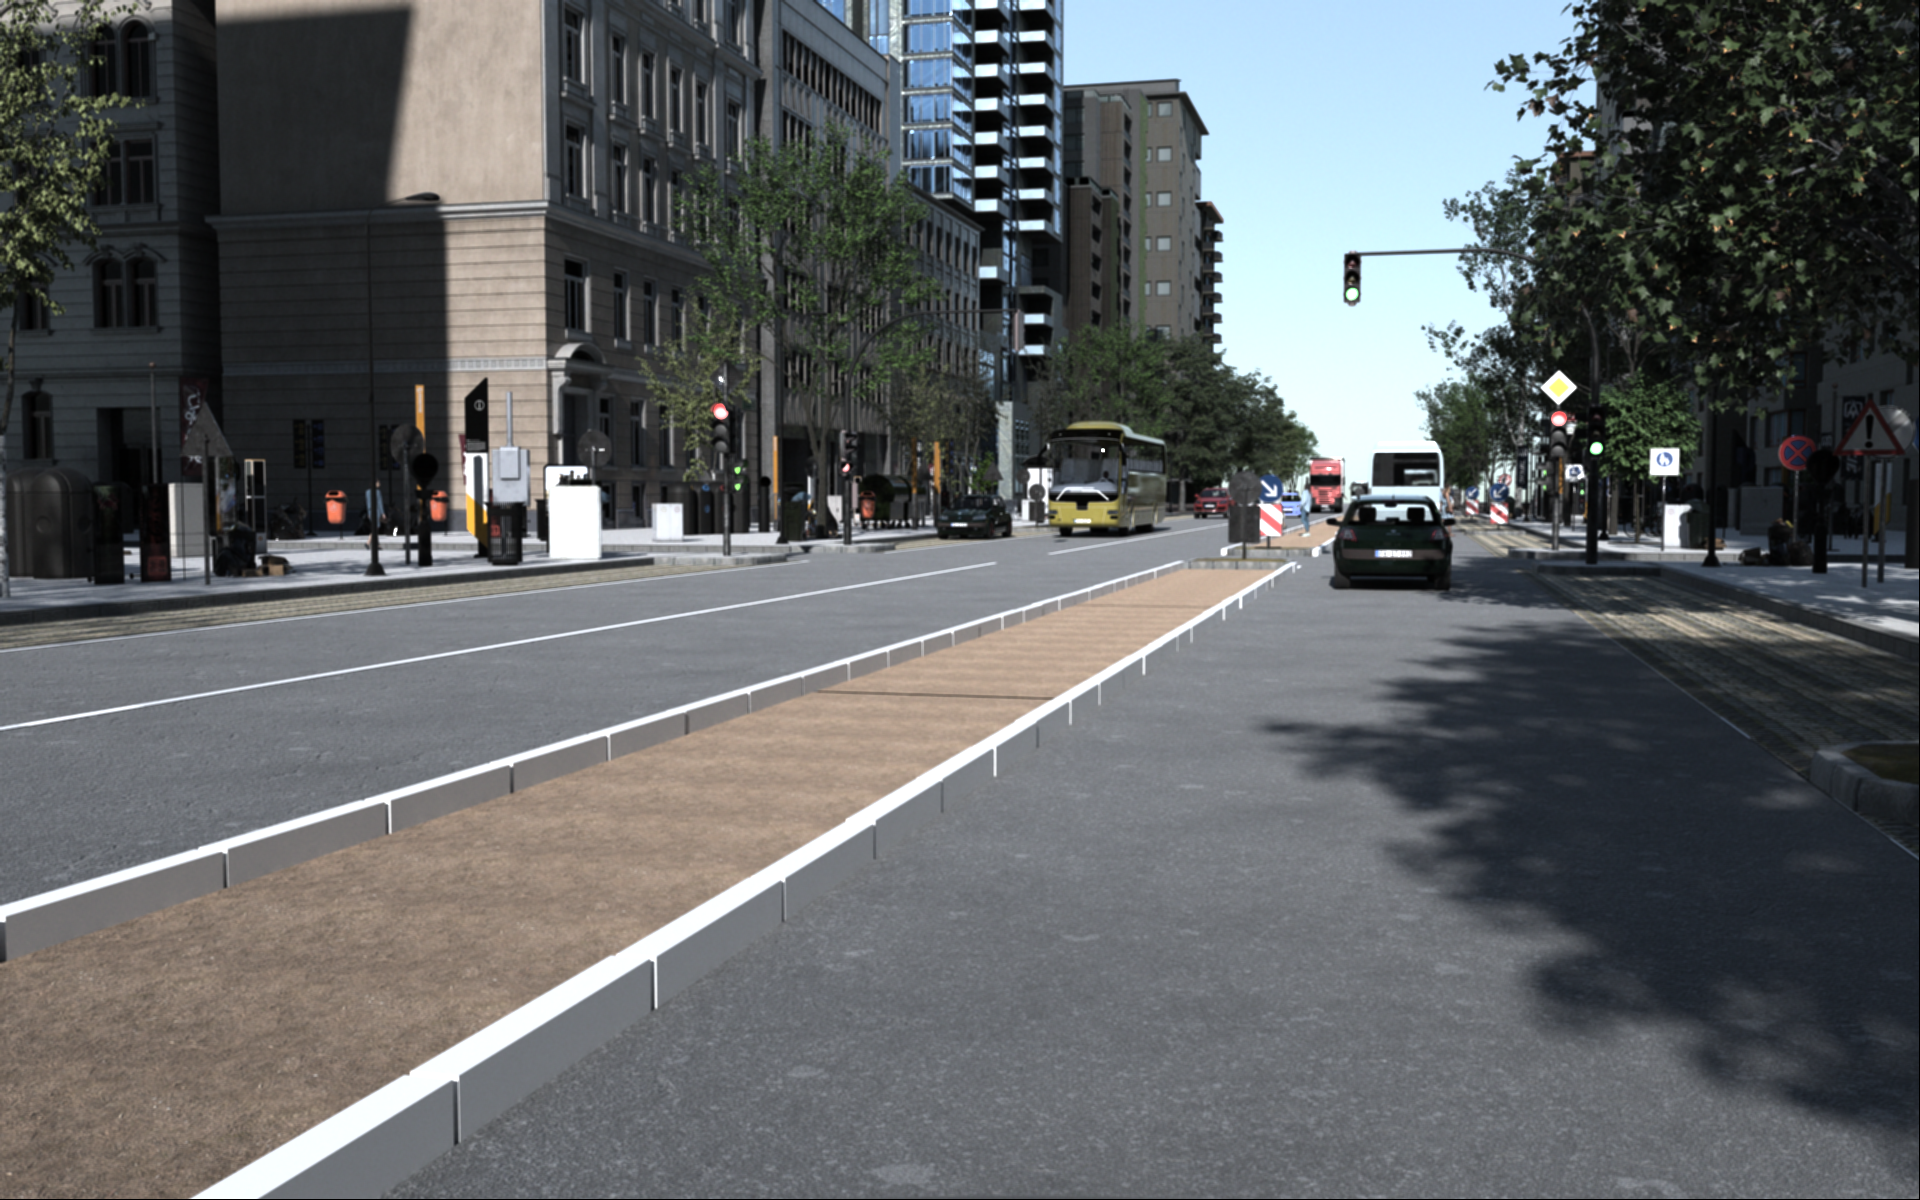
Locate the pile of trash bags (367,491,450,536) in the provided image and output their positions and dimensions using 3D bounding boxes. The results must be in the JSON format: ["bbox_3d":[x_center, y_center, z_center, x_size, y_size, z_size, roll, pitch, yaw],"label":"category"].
[{"bbox_3d":[-17.149,-2.691,53.752,3.447,1.369,1.912,2,4,30],"label":"pile of trash bags"}]

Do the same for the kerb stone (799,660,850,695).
[{"bbox_3d":[-1.038,0.582,12.719,0.120,0.150,1.000,1,4,14],"label":"kerb stone"}]

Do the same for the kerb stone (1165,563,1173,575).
[{"bbox_3d":[3.603,-0.511,30.617,0.120,0.150,1.000,1,4,14],"label":"kerb stone"}]

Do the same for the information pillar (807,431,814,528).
[{"bbox_3d":[-5.539,-4.486,64.695,0.183,3.616,0.504,1,4,22],"label":"information pillar"}]

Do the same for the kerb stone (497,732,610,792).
[{"bbox_3d":[-2.063,0.822,8.750,0.120,0.150,1.000,1,4,14],"label":"kerb stone"}]

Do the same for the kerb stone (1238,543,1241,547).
[{"bbox_3d":[6.825,-1.276,43.054,0.120,0.150,1.000,1,4,14],"label":"kerb stone"}]

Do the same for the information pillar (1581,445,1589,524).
[{"bbox_3d":[26.847,-5.076,74.355,0.183,3.616,0.504,-1,4,-21],"label":"information pillar"}]

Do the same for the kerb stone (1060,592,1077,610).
[{"bbox_3d":[1.286,0.035,21.666,0.120,0.150,1.000,1,4,14],"label":"kerb stone"}]

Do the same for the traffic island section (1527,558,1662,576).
[{"bbox_3d":[11.588,-0.579,31.753,2.009,0.180,2.903,1,4,14],"label":"traffic island section"}]

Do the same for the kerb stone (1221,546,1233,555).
[{"bbox_3d":[6.313,-1.151,41.074,0.120,0.150,1.000,1,4,14],"label":"kerb stone"}]

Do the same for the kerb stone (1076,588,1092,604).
[{"bbox_3d":[1.541,-0.022,22.662,0.120,0.150,1.000,1,4,14],"label":"kerb stone"}]

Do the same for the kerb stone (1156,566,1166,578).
[{"bbox_3d":[3.355,-0.454,29.624,0.120,0.150,1.000,1,4,14],"label":"kerb stone"}]

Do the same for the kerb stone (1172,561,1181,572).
[{"bbox_3d":[3.860,-0.576,31.611,0.120,0.150,1.000,1,4,14],"label":"kerb stone"}]

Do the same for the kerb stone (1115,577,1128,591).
[{"bbox_3d":[2.315,-0.211,25.647,0.120,0.150,1.000,1,4,14],"label":"kerb stone"}]

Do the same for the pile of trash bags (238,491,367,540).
[{"bbox_3d":[-18.857,-2.383,48.710,3.447,1.369,1.912,0,4,7],"label":"pile of trash bags"}]

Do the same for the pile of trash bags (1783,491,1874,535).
[{"bbox_3d":[27.253,-2.772,55.080,3.447,1.369,1.912,-1,4,-14],"label":"pile of trash bags"}]

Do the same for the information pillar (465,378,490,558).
[{"bbox_3d":[-9.721,-2.666,34.943,0.504,3.616,0.183,1,4,13],"label":"information pillar"}]

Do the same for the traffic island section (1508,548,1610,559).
[{"bbox_3d":[13.592,-1.052,39.483,2.009,0.180,2.903,1,4,14],"label":"traffic island section"}]

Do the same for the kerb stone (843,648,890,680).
[{"bbox_3d":[-0.779,0.520,13.710,0.120,0.150,1.000,1,4,14],"label":"kerb stone"}]

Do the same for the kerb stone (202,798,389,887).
[{"bbox_3d":[-2.580,0.944,6.759,0.120,0.150,1.000,1,4,14],"label":"kerb stone"}]

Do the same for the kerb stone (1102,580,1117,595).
[{"bbox_3d":[2.055,-0.150,24.650,0.120,0.150,1.000,1,4,14],"label":"kerb stone"}]

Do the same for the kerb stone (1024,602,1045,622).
[{"bbox_3d":[0.777,0.159,19.684,0.120,0.150,1.000,1,4,14],"label":"kerb stone"}]

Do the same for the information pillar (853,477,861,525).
[{"bbox_3d":[-4.317,-4.180,72.838,0.304,2.012,0.304,-1,4,-11],"label":"information pillar"}]

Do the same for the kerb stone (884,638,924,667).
[{"bbox_3d":[-0.520,0.458,14.699,0.120,0.150,1.000,1,4,14],"label":"kerb stone"}]

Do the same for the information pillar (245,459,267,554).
[{"bbox_3d":[-15.013,-1.985,36.943,0.304,2.012,0.304,3,5,41],"label":"information pillar"}]

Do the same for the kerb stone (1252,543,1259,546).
[{"bbox_3d":[8.114,-1.579,48.006,0.120,0.150,1.000,1,4,14],"label":"kerb stone"}]

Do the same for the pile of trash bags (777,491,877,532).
[{"bbox_3d":[-4.568,-3.031,59.316,3.447,1.369,1.912,0,4,-1],"label":"pile of trash bags"}]

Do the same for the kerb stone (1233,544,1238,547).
[{"bbox_3d":[6.571,-1.215,42.063,0.120,0.150,1.000,1,4,14],"label":"kerb stone"}]

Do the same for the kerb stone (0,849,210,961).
[{"bbox_3d":[-2.836,1.007,5.769,0.120,0.150,1.000,1,4,14],"label":"kerb stone"}]

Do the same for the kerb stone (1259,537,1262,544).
[{"bbox_3d":[8.368,-1.639,48.996,0.120,0.150,1.000,1,4,14],"label":"kerb stone"}]

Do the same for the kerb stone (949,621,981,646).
[{"bbox_3d":[0.004,0.336,16.703,0.120,0.150,1.000,1,4,14],"label":"kerb stone"}]

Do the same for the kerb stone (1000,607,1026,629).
[{"bbox_3d":[0.517,0.214,18.694,0.120,0.150,1.000,1,4,14],"label":"kerb stone"}]

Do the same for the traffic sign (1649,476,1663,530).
[{"bbox_3d":[24.847,-3.808,62.263,0.884,2.594,0.081,1,4,22],"label":"traffic sign"}]

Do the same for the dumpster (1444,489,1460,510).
[{"bbox_3d":[39.061,-7.970,138.532,1.865,1.857,1.264,1,4,16],"label":"dumpster"}]

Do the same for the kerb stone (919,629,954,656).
[{"bbox_3d":[-0.259,0.399,15.692,0.120,0.150,1.000,1,4,14],"label":"kerb stone"}]

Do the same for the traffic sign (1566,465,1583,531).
[{"bbox_3d":[21.315,-3.547,60.121,0.606,2.300,0.079,1,4,19],"label":"traffic sign"}]

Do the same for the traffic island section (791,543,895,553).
[{"bbox_3d":[-2.857,-1.312,43.735,2.009,0.180,2.903,1,4,14],"label":"traffic island section"}]

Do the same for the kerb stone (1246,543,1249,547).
[{"bbox_3d":[7.335,-1.396,45.038,0.120,0.150,1.000,1,4,14],"label":"kerb stone"}]

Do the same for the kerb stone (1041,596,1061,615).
[{"bbox_3d":[1.023,0.093,20.676,0.120,0.150,1.000,1,4,14],"label":"kerb stone"}]

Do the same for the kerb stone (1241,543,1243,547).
[{"bbox_3d":[7.083,-1.337,44.048,0.120,0.150,1.000,1,4,14],"label":"kerb stone"}]

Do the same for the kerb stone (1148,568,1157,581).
[{"bbox_3d":[3.090,-0.391,28.627,0.120,0.150,1.000,1,4,14],"label":"kerb stone"}]

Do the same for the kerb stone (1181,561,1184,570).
[{"bbox_3d":[4.116,-0.637,32.603,0.120,0.150,1.000,1,4,14],"label":"kerb stone"}]

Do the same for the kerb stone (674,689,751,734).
[{"bbox_3d":[-1.553,0.701,10.731,0.120,0.150,1.000,1,4,14],"label":"kerb stone"}]

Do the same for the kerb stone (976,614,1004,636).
[{"bbox_3d":[0.254,0.277,17.702,0.120,0.150,1.000,1,4,14],"label":"kerb stone"}]

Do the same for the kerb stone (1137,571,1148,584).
[{"bbox_3d":[2.834,-0.333,27.637,0.120,0.150,1.000,1,4,14],"label":"kerb stone"}]

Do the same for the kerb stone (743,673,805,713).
[{"bbox_3d":[-1.295,0.640,11.727,0.120,0.150,1.000,1,4,14],"label":"kerb stone"}]

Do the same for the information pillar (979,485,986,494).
[{"bbox_3d":[1.326,-6.017,102.867,0.304,2.012,0.304,-1,4,-23],"label":"information pillar"}]

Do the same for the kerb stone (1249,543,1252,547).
[{"bbox_3d":[7.599,-1.458,46.027,0.120,0.150,1.000,1,4,14],"label":"kerb stone"}]

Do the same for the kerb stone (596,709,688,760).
[{"bbox_3d":[-1.803,0.762,9.739,0.120,0.150,1.000,1,4,14],"label":"kerb stone"}]

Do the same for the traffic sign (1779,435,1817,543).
[{"bbox_3d":[18.095,-2.285,37.472,0.768,2.556,0.104,1,4,15],"label":"traffic sign"}]

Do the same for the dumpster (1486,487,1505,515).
[{"bbox_3d":[33.418,-6.241,107.794,1.264,1.857,1.865,1,4,14],"label":"dumpster"}]

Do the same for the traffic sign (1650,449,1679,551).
[{"bbox_3d":[15.774,-2.245,38.829,0.606,2.300,0.079,1,4,23],"label":"traffic sign"}]

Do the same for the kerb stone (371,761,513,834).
[{"bbox_3d":[-2.318,0.883,7.752,0.120,0.150,1.000,1,4,14],"label":"kerb stone"}]

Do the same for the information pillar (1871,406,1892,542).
[{"bbox_3d":[24.511,-3.341,45.988,0.183,3.616,0.504,-1,4,-15],"label":"information pillar"}]

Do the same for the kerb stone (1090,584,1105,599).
[{"bbox_3d":[1.802,-0.085,23.660,0.120,0.150,1.000,1,4,14],"label":"kerb stone"}]

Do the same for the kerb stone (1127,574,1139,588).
[{"bbox_3d":[2.577,-0.272,26.647,0.120,0.150,1.000,1,4,14],"label":"kerb stone"}]

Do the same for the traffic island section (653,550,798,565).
[{"bbox_3d":[-4.860,-0.839,36.004,2.009,0.180,2.903,1,4,14],"label":"traffic island section"}]

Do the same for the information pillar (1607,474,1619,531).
[{"bbox_3d":[22.522,-3.378,59.722,0.304,2.012,0.304,2,4,27],"label":"information pillar"}]

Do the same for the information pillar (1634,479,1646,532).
[{"bbox_3d":[22.872,-3.289,58.269,0.304,2.012,0.304,2,4,32],"label":"information pillar"}]
